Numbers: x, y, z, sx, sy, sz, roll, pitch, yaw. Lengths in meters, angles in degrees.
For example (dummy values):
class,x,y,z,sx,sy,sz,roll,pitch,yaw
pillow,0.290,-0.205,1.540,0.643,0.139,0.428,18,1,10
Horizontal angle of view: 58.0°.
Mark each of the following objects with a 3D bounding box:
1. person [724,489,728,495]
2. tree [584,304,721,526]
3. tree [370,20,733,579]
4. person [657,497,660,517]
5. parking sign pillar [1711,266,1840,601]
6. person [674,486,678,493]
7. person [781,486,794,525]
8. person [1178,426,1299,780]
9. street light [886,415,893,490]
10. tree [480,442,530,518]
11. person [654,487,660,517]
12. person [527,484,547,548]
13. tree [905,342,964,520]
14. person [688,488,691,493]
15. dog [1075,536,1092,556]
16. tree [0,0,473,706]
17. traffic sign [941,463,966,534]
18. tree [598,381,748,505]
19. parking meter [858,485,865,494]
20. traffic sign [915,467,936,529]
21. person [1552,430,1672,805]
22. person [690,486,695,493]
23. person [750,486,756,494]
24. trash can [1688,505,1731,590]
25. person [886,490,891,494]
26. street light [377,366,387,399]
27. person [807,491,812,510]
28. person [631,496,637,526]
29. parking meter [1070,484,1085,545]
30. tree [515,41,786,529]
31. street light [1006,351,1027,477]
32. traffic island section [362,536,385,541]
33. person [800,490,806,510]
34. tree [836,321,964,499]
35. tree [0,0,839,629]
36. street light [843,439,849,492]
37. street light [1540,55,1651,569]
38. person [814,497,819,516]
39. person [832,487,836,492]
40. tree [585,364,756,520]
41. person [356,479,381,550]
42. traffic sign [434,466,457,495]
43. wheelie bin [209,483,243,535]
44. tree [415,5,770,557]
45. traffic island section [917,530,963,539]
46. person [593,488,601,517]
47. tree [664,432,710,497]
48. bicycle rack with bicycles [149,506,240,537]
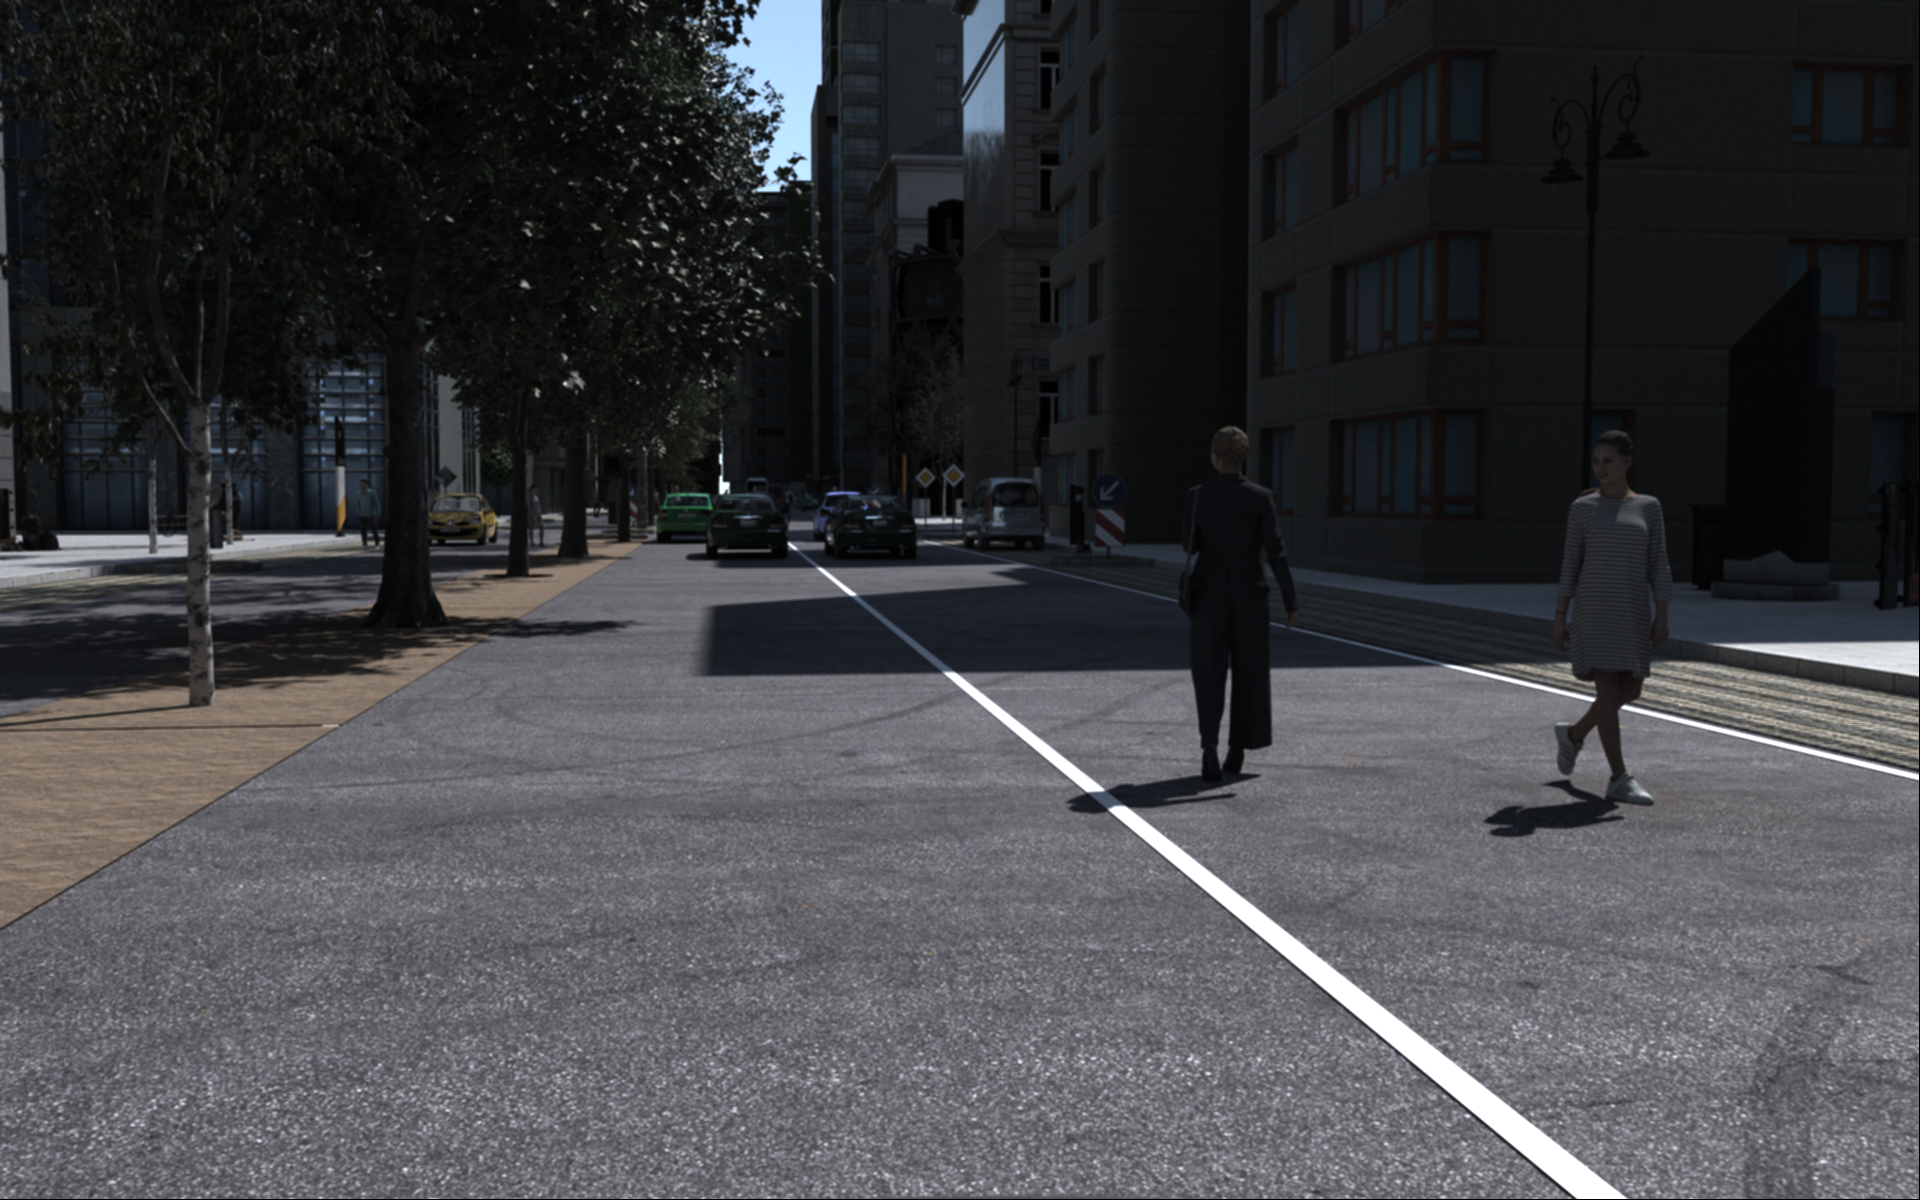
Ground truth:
class,x,y,z,sx,sy,sz,roll,pitch,yaw
person,-19.321,-8.296,144.013,0.599,1.838,0.709,1,4,23
tree,-13.986,-9.593,77.429,7.486,12.596,7.792,0,3,0
tree,-7.467,-6.184,29.314,9.928,11.665,9.643,0,3,0
person,-18.840,-5.829,108.476,0.373,1.253,0.362,0,4,-5
parking sign pillar,10.062,-2.007,21.279,1.447,3.967,1.447,-1,4,-18
person,-10.778,-3.392,64.638,0.598,1.740,0.731,1,4,22
person,-8.143,-4.451,81.464,0.721,1.800,0.419,1,4,12
person,1.393,0.009,8.773,0.576,1.772,0.534,0,4,-6
street light,-4.175,-7.852,101.162,0.468,5.910,1.993,0,4,-8
tree,-25.061,-6.733,93.799,4.285,4.588,4.351,0,3,0
person,-18.884,-6.031,106.960,0.661,1.843,0.795,-2,4,-27
person,-11.379,-2.251,46.304,0.522,1.701,0.512,1,4,20
tree,-0.784,-8.220,84.754,4.360,8.622,3.978,0,3,0
person,-15.577,-5.565,99.827,0.374,1.781,0.599,2,4,28
dog,2.706,-1.134,37.825,0.406,0.507,0.540,0,4,-2
tree,-5.159,-3.598,11.654,4.360,8.622,3.978,0,3,0
traffic sign,-0.212,-3.216,56.231,0.795,2.450,0.064,0,4,-8
tree,-14.606,-9.066,85.104,8.767,10.594,7.601,0,4,-8
parking meter,-6.552,-6.705,115.336,0.399,1.863,0.255,-1,4,-18
traffic sign,-1.276,-3.700,64.145,0.795,2.450,0.064,0,4,-8
person,3.078,0.059,8.292,0.466,1.731,0.760,-1,4,-20
person,-11.287,-3.943,73.243,0.678,1.792,0.850,-2,4,-28
person,-9.637,-4.439,81.180,0.767,1.812,0.694,1,4,17
trash can,10.144,-0.707,23.206,0.748,1.137,0.748,0,3,0
person,-2.908,-3.643,69.871,0.330,1.601,0.589,-1,4,-16
street light,-20.459,-5.456,61.986,0.468,5.910,1.993,0,4,-8
person,-13.847,-9.088,158.026,0.436,1.711,0.756,-3,4,-38
person,-14.606,-4.251,78.102,0.616,1.811,0.778,-2,4,-32
parking meter,2.970,-2.165,43.816,0.372,1.533,0.369,0,3,0
tree,-13.590,-12.762,67.005,12.611,20.169,13.585,0,3,0
street light,1.806,-5.091,56.029,0.468,5.910,1.993,0,4,-8
traffic island section,-17.328,-1.941,54.021,2.009,0.180,2.903,0,4,-8
person,-14.173,-9.068,156.758,0.705,1.824,1.348,2,4,23
tree,-2.500,-9.769,94.134,8.767,10.594,7.601,-1,4,-9
tree,-6.015,-6.060,18.551,9.611,12.733,9.660,0,3,0
street light,-9.186,-10.136,138.515,0.468,5.910,1.993,0,4,-8
street light,6.852,-2.818,18.860,0.468,5.910,1.993,0,4,-8
person,-9.383,-6.105,112.997,0.332,1.250,0.352,0,4,5
person,-5.789,-4.322,79.588,0.576,1.772,0.534,0,4,3
tree,-16.280,-11.128,94.766,12.009,13.543,11.850,0,3,0
person,-15.229,-2.210,44.652,0.660,1.820,0.620,0,4,2
traffic sign,-18.369,-3.562,61.876,0.795,2.450,0.064,0,4,-8
wheelie bin,-20.825,-2.525,49.194,0.693,1.594,0.980,3,5,42
tree,-8.830,-7.952,39.123,9.857,13.997,8.962,0,3,0
traffic island section,-0.189,-2.081,56.311,2.009,0.180,2.903,0,4,-8
person,-22.314,-5.975,106.375,0.473,1.802,0.592,2,4,25
tree,-18.453,-9.841,113.712,4.737,8.622,4.395,0,3,0
bicycle rack with bicycles,-22.873,-2.379,52.279,2.852,0.926,2.925,1,4,15
